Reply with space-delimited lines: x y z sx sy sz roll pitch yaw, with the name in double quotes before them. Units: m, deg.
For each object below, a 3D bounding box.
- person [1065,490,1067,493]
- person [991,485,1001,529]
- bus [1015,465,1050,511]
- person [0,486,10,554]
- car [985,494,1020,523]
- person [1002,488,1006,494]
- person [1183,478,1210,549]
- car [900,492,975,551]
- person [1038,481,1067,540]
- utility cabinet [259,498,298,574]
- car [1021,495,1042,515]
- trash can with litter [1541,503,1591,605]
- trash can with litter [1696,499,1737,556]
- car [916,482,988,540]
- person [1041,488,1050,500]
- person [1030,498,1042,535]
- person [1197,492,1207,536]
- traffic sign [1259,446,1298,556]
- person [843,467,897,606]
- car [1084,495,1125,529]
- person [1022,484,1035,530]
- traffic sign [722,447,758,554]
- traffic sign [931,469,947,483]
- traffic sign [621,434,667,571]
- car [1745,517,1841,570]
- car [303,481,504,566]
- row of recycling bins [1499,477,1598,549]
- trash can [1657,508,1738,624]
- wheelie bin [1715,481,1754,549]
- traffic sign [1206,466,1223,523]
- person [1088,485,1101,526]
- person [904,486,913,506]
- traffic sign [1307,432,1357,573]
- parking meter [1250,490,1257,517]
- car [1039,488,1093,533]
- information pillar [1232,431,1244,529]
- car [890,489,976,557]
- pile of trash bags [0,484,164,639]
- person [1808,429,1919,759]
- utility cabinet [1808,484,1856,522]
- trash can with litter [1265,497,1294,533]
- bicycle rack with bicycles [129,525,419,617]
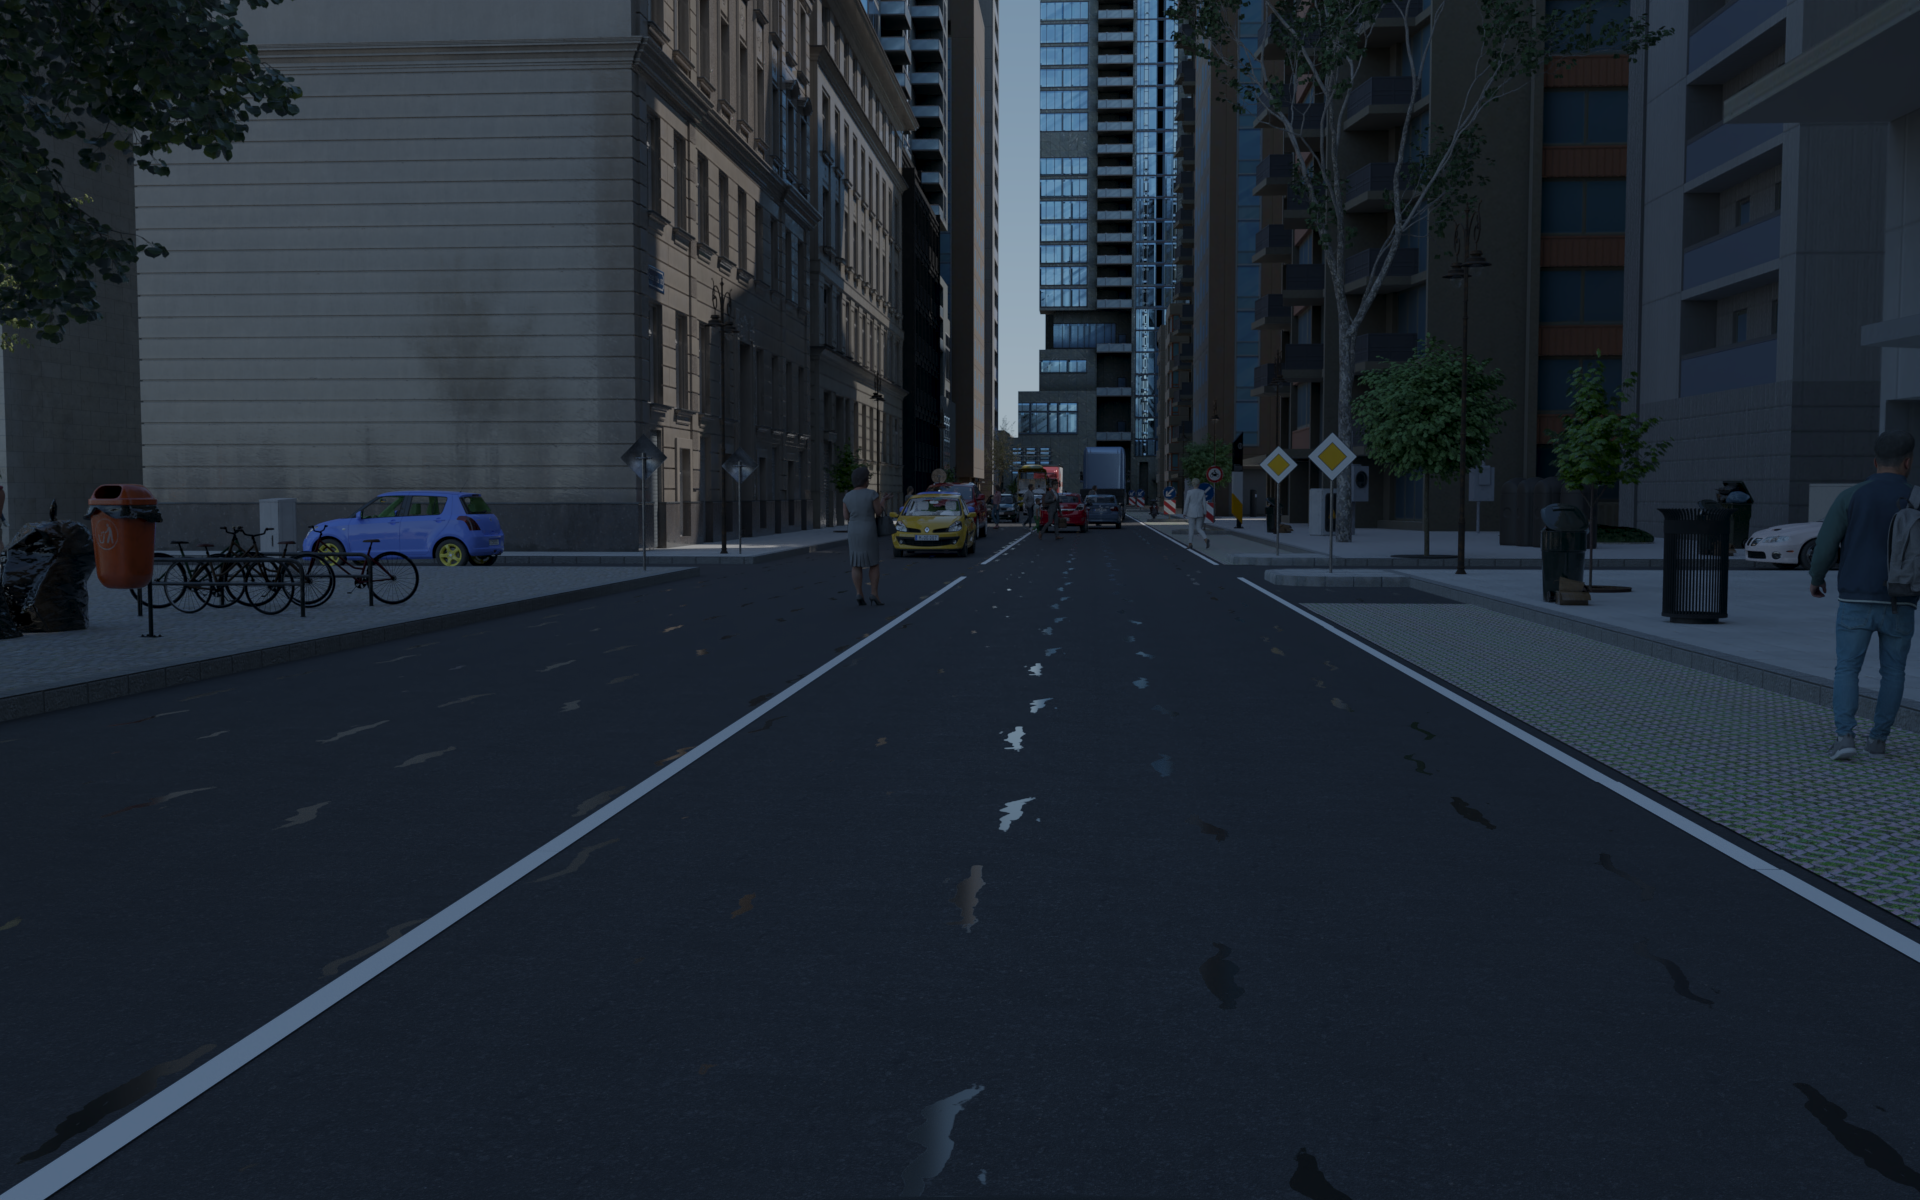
"person" 8.719 -8.160 142.696 1.217 1.735 0.721 0 4 7
"person" 1.484 -3.849 71.440 0.388 1.821 0.555 -2 4 -35
"bus" 6.254 -9.663 149.540 2.896 3.916 12.252 0 4 3
"person" -18.643 -1.527 33.435 0.580 1.828 0.573 3 4 36
"car" 2.087 -4.764 87.681 2.009 1.686 4.222 0 4 5
"person" 2.842 -6.130 109.005 0.850 1.792 0.678 0 4 3
"person" 6.105 -2.216 44.608 0.514 1.842 0.818 -2 4 -34
"car" -0.561 -2.163 44.951 1.945 1.707 3.694 0 4 4
"person" 2.896 -2.801 54.255 0.822 1.834 0.622 2 4 31
"utility cabinet" -10.710 -0.981 27.196 0.306 1.237 1.020 -3 4 -37
"car" 5.246 -6.480 118.317 2.083 1.381 4.827 0 4 3
"trash can with litter" 7.192 -0.547 20.327 0.624 1.170 1.055 0 4 5
"trash can with litter" 15.847 -1.514 36.140 0.624 1.170 1.055 0 4 -8
"car" -0.260 -2.911 56.271 2.281 1.827 5.304 0 4 6
"person" 5.762 -6.443 113.775 1.348 1.831 0.705 -2 4 -32
"person" 2.652 -2.911 60.346 0.590 1.304 0.306 -3 4 -39
"person" 8.155 -2.913 58.725 0.503 1.515 0.523 2 4 31
"traffic sign" 6.621 -1.983 36.068 0.795 2.450 0.064 0 4 4
"person" -1.130 -0.823 22.314 0.716 1.782 0.532 1 4 20
"car" 5.916 -3.715 72.744 2.014 1.417 4.499 0 4 6
"person" 2.740 -3.744 69.563 0.795 1.843 0.661 3 5 39
"traffic sign" -4.690 -2.036 36.930 0.795 2.450 0.064 0 4 4
"traffic sign" -1.062 -5.311 86.944 0.768 2.556 0.104 1 4 9
"traffic sign" -5.284 -1.549 28.967 0.795 2.450 0.064 0 4 4
"car" 17.263 -1.222 32.346 4.827 1.381 2.083 0 4 6
"car" -10.676 -1.443 33.181 3.694 1.707 1.945 0 4 6
"row of recycling bins" 14.192 -2.129 41.927 1.069 1.692 3.534 -1 4 -12
"trash can" 7.330 -0.343 17.256 0.748 1.137 0.748 0 3 0
"wheelie bin" 18.167 -2.005 40.695 0.693 1.594 0.980 -1 4 -18
"traffic sign" 11.459 -4.764 77.993 0.768 2.556 0.104 0 4 6
"person" 5.994 -4.261 78.268 0.850 1.850 0.679 2 4 27
"person" -1.704 -3.056 59.471 0.522 1.701 0.512 -3 5 -44
"traffic sign" 6.027 -1.496 28.105 0.795 2.450 0.064 0 4 4
"parking meter" 16.302 -5.374 96.276 0.372 1.533 0.369 0 3 0
"car" 3.937 -3.456 65.552 2.155 1.783 4.494 0 4 6
"information pillar" 10.326 -4.468 64.405 0.504 3.616 0.183 -2 4 -33
"car" -0.580 -1.856 40.569 2.015 1.641 3.980 0 4 5
"pile of trash bags" -8.648 -0.371 15.822 3.447 1.369 1.912 1 4 22
"person" 4.959 -0.030 9.341 0.623 1.781 0.721 1 4 12
"utility cabinet" 18.734 -1.724 36.871 1.173 1.500 0.318 2 4 34
"trash can with litter" 10.586 -2.806 57.259 0.624 1.170 1.055 -3 4 -37
"bicycle rack with bicycles" -7.818 -0.350 19.109 2.925 0.926 2.852 0 4 5
